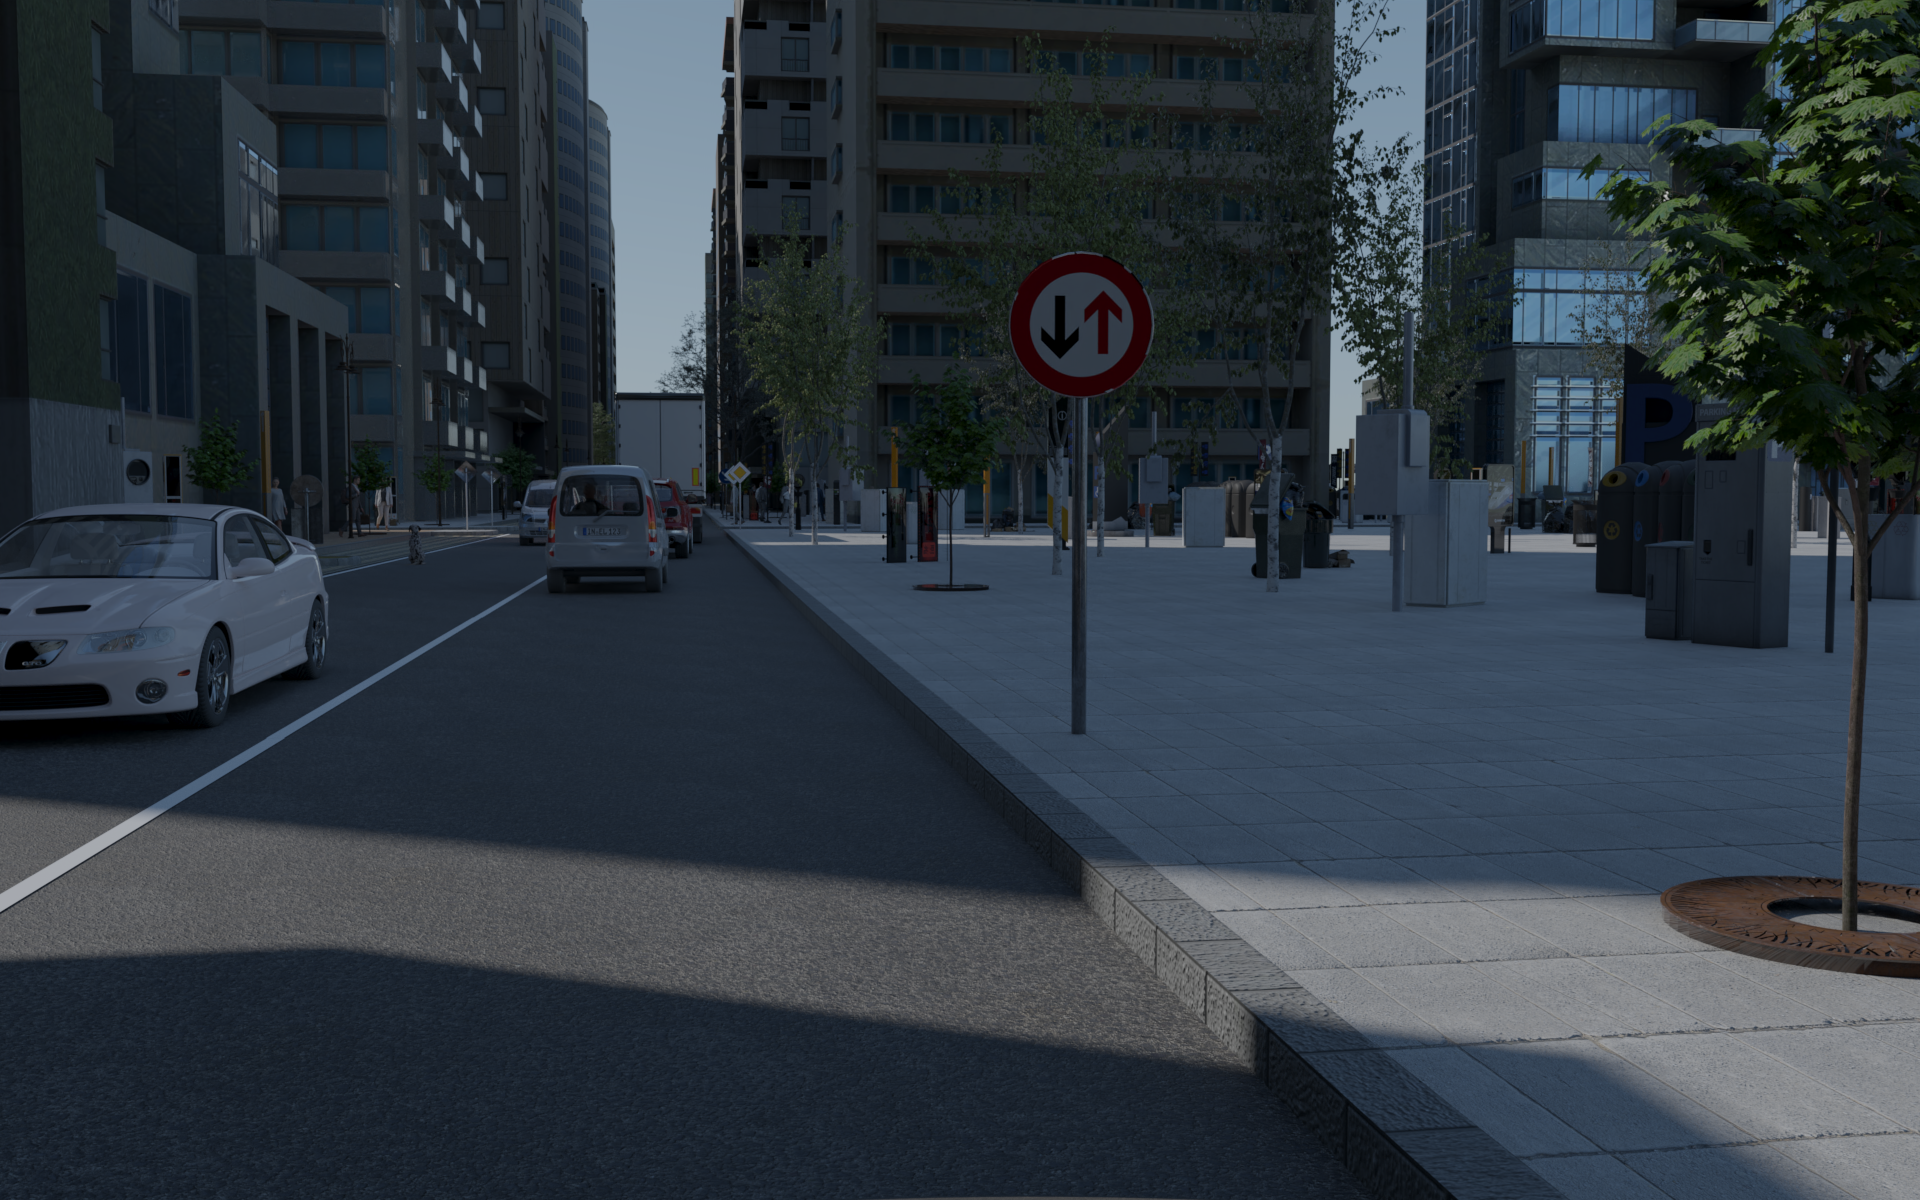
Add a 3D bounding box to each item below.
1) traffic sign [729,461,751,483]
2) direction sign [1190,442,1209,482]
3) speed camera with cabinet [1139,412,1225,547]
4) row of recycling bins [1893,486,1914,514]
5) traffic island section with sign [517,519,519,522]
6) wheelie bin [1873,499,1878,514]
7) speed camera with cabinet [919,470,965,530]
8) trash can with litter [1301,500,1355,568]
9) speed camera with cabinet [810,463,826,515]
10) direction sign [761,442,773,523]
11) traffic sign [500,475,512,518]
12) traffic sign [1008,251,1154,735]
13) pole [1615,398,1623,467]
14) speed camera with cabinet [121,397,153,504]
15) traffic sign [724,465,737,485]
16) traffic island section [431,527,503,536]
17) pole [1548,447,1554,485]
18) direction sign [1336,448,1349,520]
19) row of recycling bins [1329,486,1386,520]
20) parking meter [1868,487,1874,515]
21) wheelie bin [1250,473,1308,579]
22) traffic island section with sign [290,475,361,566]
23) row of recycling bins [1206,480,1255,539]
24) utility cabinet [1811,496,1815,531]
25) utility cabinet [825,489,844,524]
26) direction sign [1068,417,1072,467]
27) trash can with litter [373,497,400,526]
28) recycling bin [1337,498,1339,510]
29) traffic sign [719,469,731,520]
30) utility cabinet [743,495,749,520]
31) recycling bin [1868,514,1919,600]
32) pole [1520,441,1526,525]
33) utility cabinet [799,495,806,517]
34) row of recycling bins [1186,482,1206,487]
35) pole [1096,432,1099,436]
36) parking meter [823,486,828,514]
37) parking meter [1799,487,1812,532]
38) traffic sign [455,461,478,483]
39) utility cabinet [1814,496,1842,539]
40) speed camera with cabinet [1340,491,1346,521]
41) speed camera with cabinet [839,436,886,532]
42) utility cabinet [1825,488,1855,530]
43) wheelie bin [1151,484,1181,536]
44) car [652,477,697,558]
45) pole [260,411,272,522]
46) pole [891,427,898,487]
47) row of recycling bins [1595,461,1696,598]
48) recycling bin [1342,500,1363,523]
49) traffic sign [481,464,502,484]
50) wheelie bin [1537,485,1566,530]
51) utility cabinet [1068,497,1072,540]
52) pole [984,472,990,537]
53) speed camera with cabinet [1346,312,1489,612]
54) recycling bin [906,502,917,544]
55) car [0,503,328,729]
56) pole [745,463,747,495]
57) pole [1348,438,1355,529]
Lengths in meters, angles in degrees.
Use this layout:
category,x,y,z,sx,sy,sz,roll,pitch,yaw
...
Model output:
category,x,y,z,sx,sy,sz,roll,pitch,yaw
traffic sign,-7.833,-3.649,61.845,0.795,2.593,0.064,-1,4,-9
direction sign,10.401,-5.094,75.277,0.876,3.537,0.379,3,4,39
speed camera with cabinet,5.357,-2.903,41.803,2.038,3.252,0.660,0,4,3
row of recycling bins,58.814,-6.170,107.996,1.069,1.692,3.534,0,4,-1
traffic island section with sign,-21.983,-4.989,90.203,1.989,1.847,2.006,-1,4,-9
wheelie bin,40.415,-4.234,77.137,0.693,1.594,0.980,-1,4,-11
speed camera with cabinet,-0.647,-4.153,62.236,0.660,3.252,2.038,-3,4,-37
trash can with litter,6.338,-1.148,30.160,1.055,1.170,0.624,-2,4,-34
speed camera with cabinet,-8.843,-6.953,108.022,0.660,3.252,2.038,0,4,8
direction sign,-8.492,-5.160,76.358,0.379,3.537,0.876,-3,4,-39
traffic sign,-23.858,-5.437,91.026,0.606,2.300,0.079,0,4,-8
traffic sign,0.637,-0.556,9.199,0.768,2.556,0.104,0,4,-2
pole,13.986,-2.623,36.724,0.158,3.312,0.155,0,3,0
speed camera with cabinet,-17.285,-2.474,34.788,0.660,3.252,2.038,2,4,28
traffic sign,-9.087,-4.131,69.732,0.795,2.593,0.064,-1,4,-9
traffic island section,-17.236,-2.334,60.444,2.009,0.180,2.903,-1,4,-9
pole,25.612,-4.969,75.091,0.158,3.312,0.155,0,3,0
direction sign,19.014,-5.746,85.940,0.876,3.537,0.379,-2,4,-30
row of recycling bins,20.130,-4.979,88.513,3.534,1.692,1.069,3,4,38
parking meter,31.067,-3.113,59.313,0.372,1.533,0.369,0,3,0
wheelie bin,4.868,-1.135,26.467,0.693,1.594,0.980,-2,4,-29
traffic island section with sign,-13.185,-1.604,34.848,1.989,1.847,2.006,-1,4,-9
row of recycling bins,8.451,-2.714,51.482,1.069,1.692,3.534,-1,4,-10
utility cabinet,29.389,-2.966,59.659,0.306,1.237,1.020,0,4,-1
utility cabinet,-5.332,-3.997,74.027,0.318,1.500,1.173,-2,4,-33
direction sign,3.072,-3.567,50.323,0.379,3.537,0.876,2,4,30
trash can with litter,-23.103,-3.570,69.753,1.055,1.170,0.624,-1,4,-8
recycling bin,22.526,-5.483,102.209,0.722,1.027,0.722,1,4,19
traffic sign,-11.677,-5.290,86.595,0.768,2.556,0.104,0,4,-1
utility cabinet,-10.611,-4.616,86.626,1.020,1.237,0.306,0,4,-2
recycling bin,11.581,-0.539,21.363,0.722,1.027,0.722,-3,4,-37
pole,21.477,-4.418,66.070,0.158,3.312,0.155,0,3,0
utility cabinet,-8.934,-5.324,98.209,0.306,1.237,1.020,-1,4,-12
row of recycling bins,8.085,-3.092,57.666,1.069,1.692,3.534,0,4,-2
pole,4.535,-3.849,56.777,0.158,3.312,0.155,0,3,0
parking meter,-8.589,-6.395,110.263,0.399,1.863,0.255,-3,5,-43
parking meter,28.932,-3.111,59.279,0.372,1.533,0.369,0,3,0
traffic sign,-17.214,-3.559,60.380,0.795,2.593,0.064,-1,4,-9
utility cabinet,25.173,-2.384,50.141,0.306,1.237,1.020,0,4,8
speed camera with cabinet,18.955,-5.331,81.494,2.038,3.252,0.660,1,4,22
speed camera with cabinet,-3.213,-3.945,58.834,2.038,3.252,0.660,3,5,44
utility cabinet,31.483,-3.246,61.755,1.173,1.500,0.318,1,4,21
wheelie bin,6.243,-2.750,52.862,0.980,1.594,0.693,1,4,16
car,-7.235,-1.914,39.965,2.281,1.827,5.304,0,4,-7
pole,-16.996,-2.971,42.424,0.158,3.312,0.155,0,3,0
pole,-1.996,-3.612,52.903,0.158,3.312,0.155,0,3,0
row of recycling bins,8.774,-0.859,21.154,1.069,1.692,3.534,0,4,0
recycling bin,17.343,-3.912,76.511,0.722,1.027,0.722,3,4,36
traffic sign,-18.467,-4.041,68.267,0.795,2.593,0.064,-1,4,-9
wheelie bin,20.854,-3.255,61.120,0.980,1.594,0.693,0,4,3
utility cabinet,3.076,-2.336,49.359,0.306,1.237,1.020,0,4,6
pole,0.791,-3.506,51.165,0.158,3.312,0.155,0,3,0
speed camera with cabinet,5.238,-1.543,19.567,0.660,3.252,2.038,3,5,45
recycling bin,-1.189,-1.956,44.528,0.722,1.027,0.722,-2,4,-28
car,-5.687,0.024,11.971,2.083,1.381,4.827,-1,4,-8
pole,-14.170,-7.387,114.628,0.158,3.312,0.155,0,3,0
pole,14.334,-4.257,63.444,0.158,3.312,0.155,0,3,0
